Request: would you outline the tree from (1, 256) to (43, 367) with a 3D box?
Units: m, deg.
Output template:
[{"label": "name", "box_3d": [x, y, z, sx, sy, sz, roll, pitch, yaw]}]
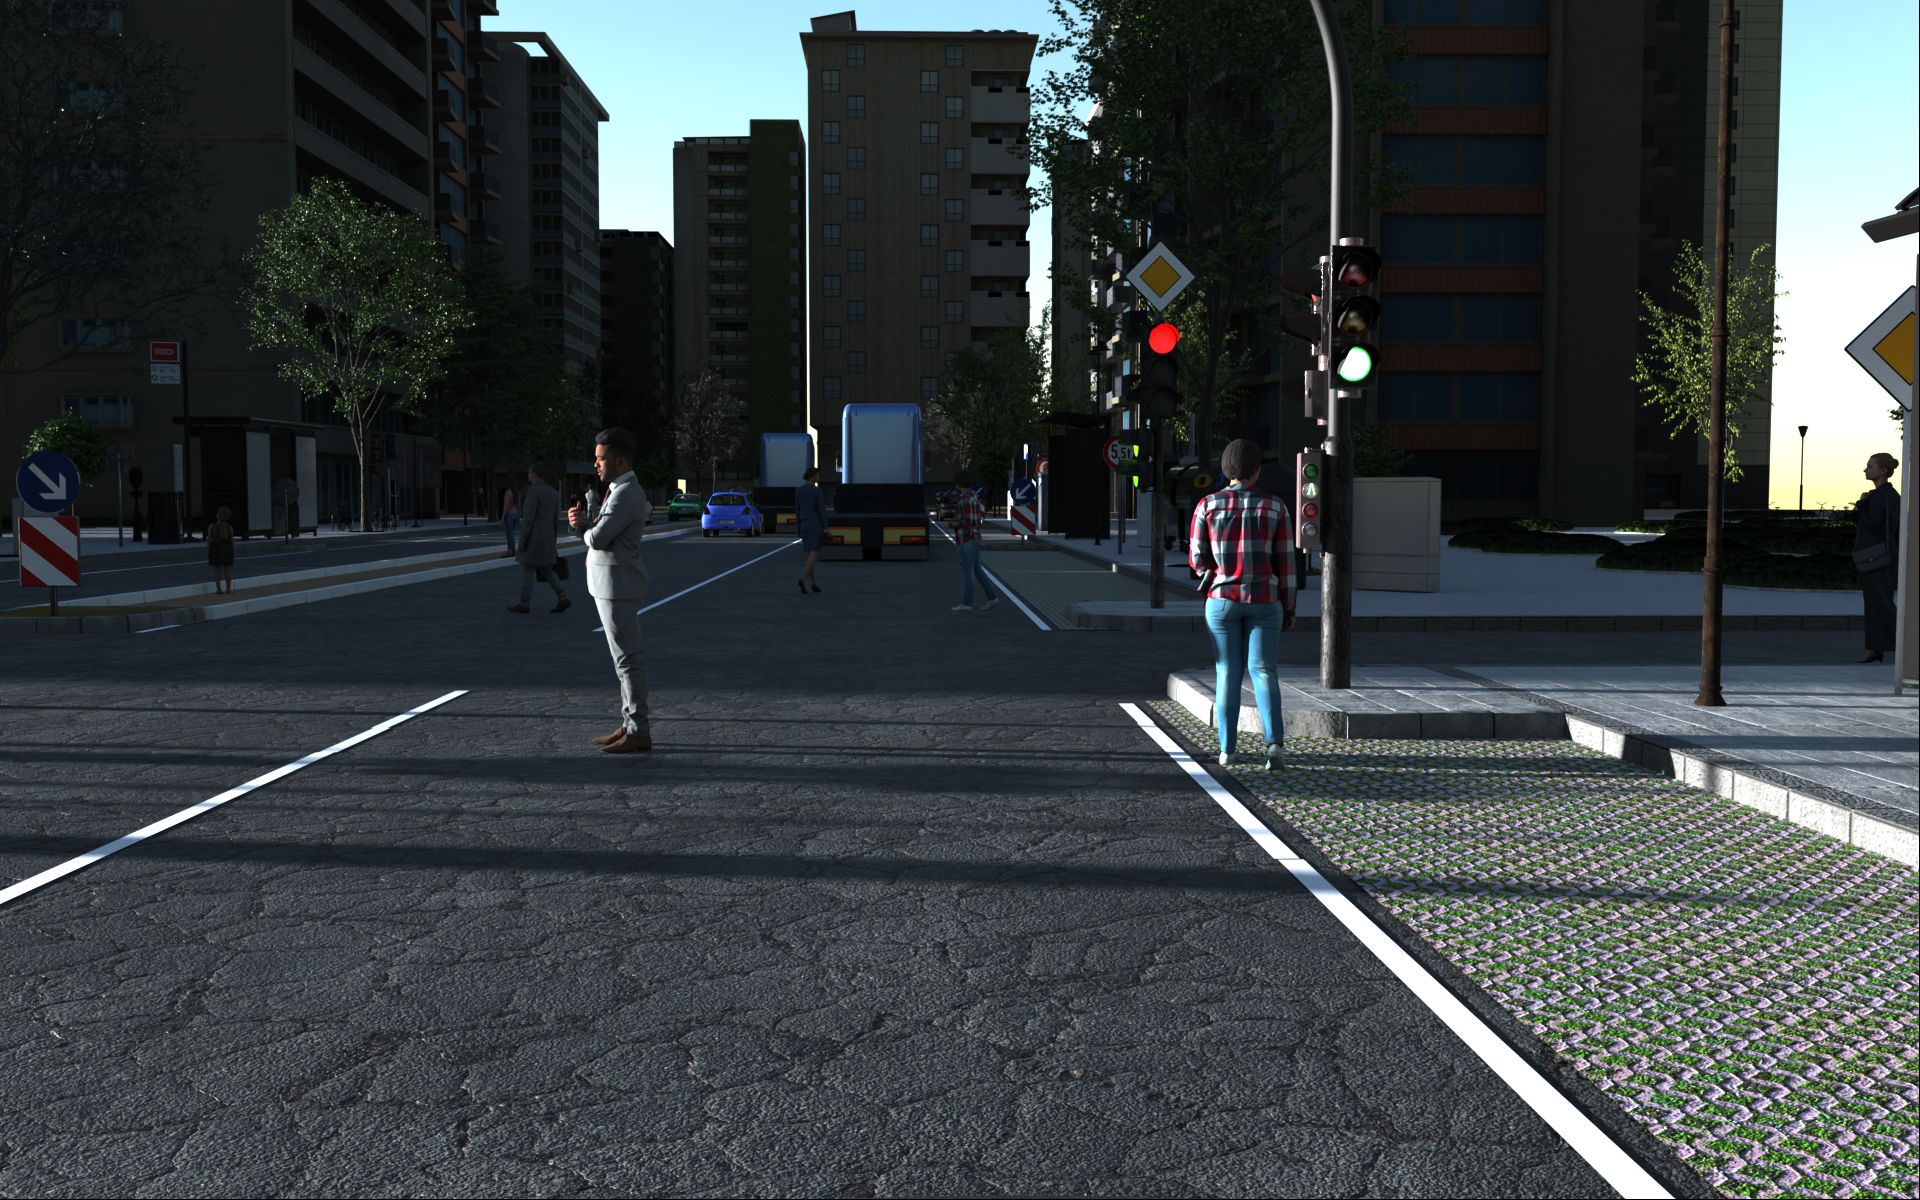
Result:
[{"label": "tree", "box_3d": [-25.169, -5.678, 43.197, 4.737, 8.622, 4.395, 0, 3, 0]}]

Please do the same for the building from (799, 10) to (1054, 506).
[{"label": "building", "box_3d": [-3.654, -37.276, 198.697, 27.495, 52.752, 28.713, 0, 4, -2]}]

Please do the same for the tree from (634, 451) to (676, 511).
[{"label": "tree", "box_3d": [-23.555, -9.141, 133.173, 4.285, 4.588, 4.351, 0, 3, 0]}]

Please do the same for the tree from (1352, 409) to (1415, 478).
[{"label": "tree", "box_3d": [9.304, -2.764, 39.786, 1.663, 3.219, 1.824, 0, 3, 0]}]

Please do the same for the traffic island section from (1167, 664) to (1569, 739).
[{"label": "traffic island section", "box_3d": [2.504, 0.658, 11.517, 2.009, 0.180, 2.903, 0, 4, -2]}]

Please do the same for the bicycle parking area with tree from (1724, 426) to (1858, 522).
[{"label": "bicycle parking area with tree", "box_3d": [36.546, -5.102, 70.427, 9.016, 4.147, 8.231, -1, 4, -10]}]

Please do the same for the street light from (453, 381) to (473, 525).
[{"label": "street light", "box_3d": [-20.229, -5.988, 70.690, 0.468, 5.910, 1.993, 0, 4, -2]}]

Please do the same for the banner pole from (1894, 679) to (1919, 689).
[{"label": "banner pole", "box_3d": [6.636, -1.318, 11.560, 0.863, 3.779, 0.401, -3, 4, -36]}]

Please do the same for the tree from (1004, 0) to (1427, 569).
[{"label": "tree", "box_3d": [4.353, -6.369, 29.891, 9.928, 11.665, 9.643, 0, 3, 0]}]

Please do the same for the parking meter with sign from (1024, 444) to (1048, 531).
[{"label": "parking meter with sign", "box_3d": [3.120, -3.910, 60.185, 1.738, 3.016, 0.543, -1, 4, -14]}]

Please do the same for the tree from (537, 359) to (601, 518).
[{"label": "tree", "box_3d": [-21.667, -8.785, 94.000, 4.737, 8.622, 4.395, 0, 3, 0]}]

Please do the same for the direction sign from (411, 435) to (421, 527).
[{"label": "direction sign", "box_3d": [-20.941, -4.561, 66.570, 0.379, 3.537, 0.876, -1, 4, -17]}]

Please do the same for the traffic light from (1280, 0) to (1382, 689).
[{"label": "traffic light", "box_3d": [0.376, -2.234, 11.192, 4.771, 5.953, 1.251, 0, 4, -2]}]

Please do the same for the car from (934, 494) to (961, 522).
[{"label": "car", "box_3d": [-0.329, -4.992, 91.405, 2.009, 1.686, 4.222, 0, 4, -3]}]

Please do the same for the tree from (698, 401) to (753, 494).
[{"label": "tree", "box_3d": [-23.638, -14.300, 168.222, 7.601, 10.594, 8.767, -1, 4, -17]}]

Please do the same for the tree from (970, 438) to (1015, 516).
[{"label": "tree", "box_3d": [2.270, -7.241, 102.109, 4.285, 4.588, 4.351, 0, 3, 0]}]

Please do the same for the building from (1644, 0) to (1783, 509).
[{"label": "building", "box_3d": [57.525, -43.738, 153.373, 20.611, 71.187, 20.563, 0, 4, -2]}]

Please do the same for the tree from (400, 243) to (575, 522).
[{"label": "tree", "box_3d": [-21.562, -9.852, 79.205, 7.486, 12.596, 7.792, 0, 3, 0]}]

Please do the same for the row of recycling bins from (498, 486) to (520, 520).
[{"label": "row of recycling bins", "box_3d": [-22.410, -4.835, 86.160, 1.069, 1.692, 3.534, -1, 4, -18]}]

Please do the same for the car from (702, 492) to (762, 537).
[{"label": "car", "box_3d": [-7.716, -3.008, 58.773, 1.945, 1.707, 3.694, 0, 4, -1]}]

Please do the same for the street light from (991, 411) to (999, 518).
[{"label": "street light", "box_3d": [1.889, -7.393, 93.666, 0.468, 5.910, 1.993, 0, 4, -2]}]

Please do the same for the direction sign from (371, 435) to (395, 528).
[{"label": "direction sign", "box_3d": [-22.089, -4.549, 66.371, 0.876, 3.537, 0.379, -2, 4, -25]}]

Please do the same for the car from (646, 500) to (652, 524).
[{"label": "car", "box_3d": [-15.723, -4.263, 82.055, 2.083, 1.381, 4.827, 0, 4, -2]}]

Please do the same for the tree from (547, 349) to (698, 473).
[{"label": "tree", "box_3d": [-22.183, -10.797, 110.950, 8.767, 10.594, 7.601, -1, 4, -21]}]

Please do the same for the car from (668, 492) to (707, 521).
[{"label": "car", "box_3d": [-14.483, -5.107, 92.300, 1.959, 1.807, 4.718, 0, 4, -3]}]

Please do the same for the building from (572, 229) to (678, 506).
[{"label": "building", "box_3d": [-39.097, -25.691, 191.750, 14.107, 30.474, 14.160, 0, 4, -2]}]

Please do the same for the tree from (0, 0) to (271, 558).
[{"label": "tree", "box_3d": [-19.685, -7.598, 34.603, 12.009, 13.543, 11.850, 0, 3, 0]}]

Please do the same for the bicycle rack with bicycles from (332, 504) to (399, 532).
[{"label": "bicycle rack with bicycles", "box_3d": [-20.692, -2.878, 60.433, 2.852, 0.926, 2.925, -1, 4, -12]}]

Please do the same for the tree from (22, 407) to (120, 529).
[{"label": "tree", "box_3d": [-33.199, -4.949, 64.623, 4.285, 4.588, 4.351, 0, 3, 0]}]

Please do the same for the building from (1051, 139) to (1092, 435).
[{"label": "building", "box_3d": [17.687, -31.196, 193.651, 14.086, 41.232, 14.154, 0, 4, -2]}]

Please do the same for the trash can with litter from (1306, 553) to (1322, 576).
[{"label": "trash can with litter", "box_3d": [5.142, -1.033, 27.939, 2.233, 1.210, 1.678, 3, 5, 42]}]

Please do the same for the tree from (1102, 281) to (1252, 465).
[{"label": "tree", "box_3d": [7.025, -6.336, 53.959, 4.737, 8.622, 4.395, 0, 3, 0]}]

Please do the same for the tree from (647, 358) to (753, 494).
[{"label": "tree", "box_3d": [-23.668, -15.059, 156.583, 12.009, 13.543, 11.850, 0, 3, 0]}]

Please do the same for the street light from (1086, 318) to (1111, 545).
[{"label": "street light", "box_3d": [3.452, -4.313, 43.299, 0.468, 5.910, 1.993, 0, 4, -2]}]

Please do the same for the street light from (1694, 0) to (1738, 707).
[{"label": "street light", "box_3d": [4.566, -2.298, 10.362, 0.468, 5.910, 1.993, 0, 4, -2]}]

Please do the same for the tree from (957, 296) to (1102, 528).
[{"label": "tree", "box_3d": [3.151, -6.991, 64.671, 4.737, 8.622, 4.395, 0, 3, 0]}]

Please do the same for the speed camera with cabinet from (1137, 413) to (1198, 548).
[{"label": "speed camera with cabinet", "box_3d": [5.239, -2.912, 41.943, 2.038, 3.252, 0.660, -3, 4, -36]}]

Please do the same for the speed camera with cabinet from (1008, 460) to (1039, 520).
[{"label": "speed camera with cabinet", "box_3d": [3.390, -5.587, 85.688, 2.038, 3.252, 0.660, -2, 4, -27]}]

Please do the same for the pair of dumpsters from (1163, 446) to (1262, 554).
[{"label": "pair of dumpsters", "box_3d": [5.354, -2.132, 37.351, 1.574, 2.255, 4.437, 0, 4, -2]}]

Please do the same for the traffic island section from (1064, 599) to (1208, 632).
[{"label": "traffic island section", "box_3d": [2.244, 0.170, 19.498, 2.009, 0.180, 2.903, 0, 4, -2]}]

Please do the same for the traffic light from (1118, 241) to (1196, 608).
[{"label": "traffic light", "box_3d": [2.203, -1.863, 19.382, 0.839, 4.253, 0.868, 0, 4, -2]}]

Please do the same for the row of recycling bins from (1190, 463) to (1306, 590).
[{"label": "row of recycling bins", "box_3d": [4.104, -1.075, 24.688, 1.069, 1.692, 3.534, 0, 4, -6]}]

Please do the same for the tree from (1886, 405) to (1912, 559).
[{"label": "tree", "box_3d": [22.203, -3.330, 38.152, 4.285, 4.588, 4.351, 0, 3, 0]}]

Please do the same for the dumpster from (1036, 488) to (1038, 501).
[{"label": "dumpster", "box_3d": [4.186, -4.502, 79.368, 1.264, 1.857, 1.865, 0, 4, -2]}]

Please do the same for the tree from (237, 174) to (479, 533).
[{"label": "tree", "box_3d": [-20.119, -8.079, 57.850, 9.928, 11.665, 9.643, 0, 3, 0]}]

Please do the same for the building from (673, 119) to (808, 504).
[{"label": "building", "box_3d": [-24.232, -31.108, 192.213, 14.086, 41.232, 14.154, 0, 4, -2]}]

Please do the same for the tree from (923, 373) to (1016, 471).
[{"label": "tree", "box_3d": [0.532, -15.743, 167.763, 12.009, 13.543, 11.850, 0, 3, 0]}]

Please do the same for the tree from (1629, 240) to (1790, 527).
[{"label": "tree", "box_3d": [21.346, -6.024, 48.863, 4.737, 8.622, 4.395, 0, 3, 0]}]
